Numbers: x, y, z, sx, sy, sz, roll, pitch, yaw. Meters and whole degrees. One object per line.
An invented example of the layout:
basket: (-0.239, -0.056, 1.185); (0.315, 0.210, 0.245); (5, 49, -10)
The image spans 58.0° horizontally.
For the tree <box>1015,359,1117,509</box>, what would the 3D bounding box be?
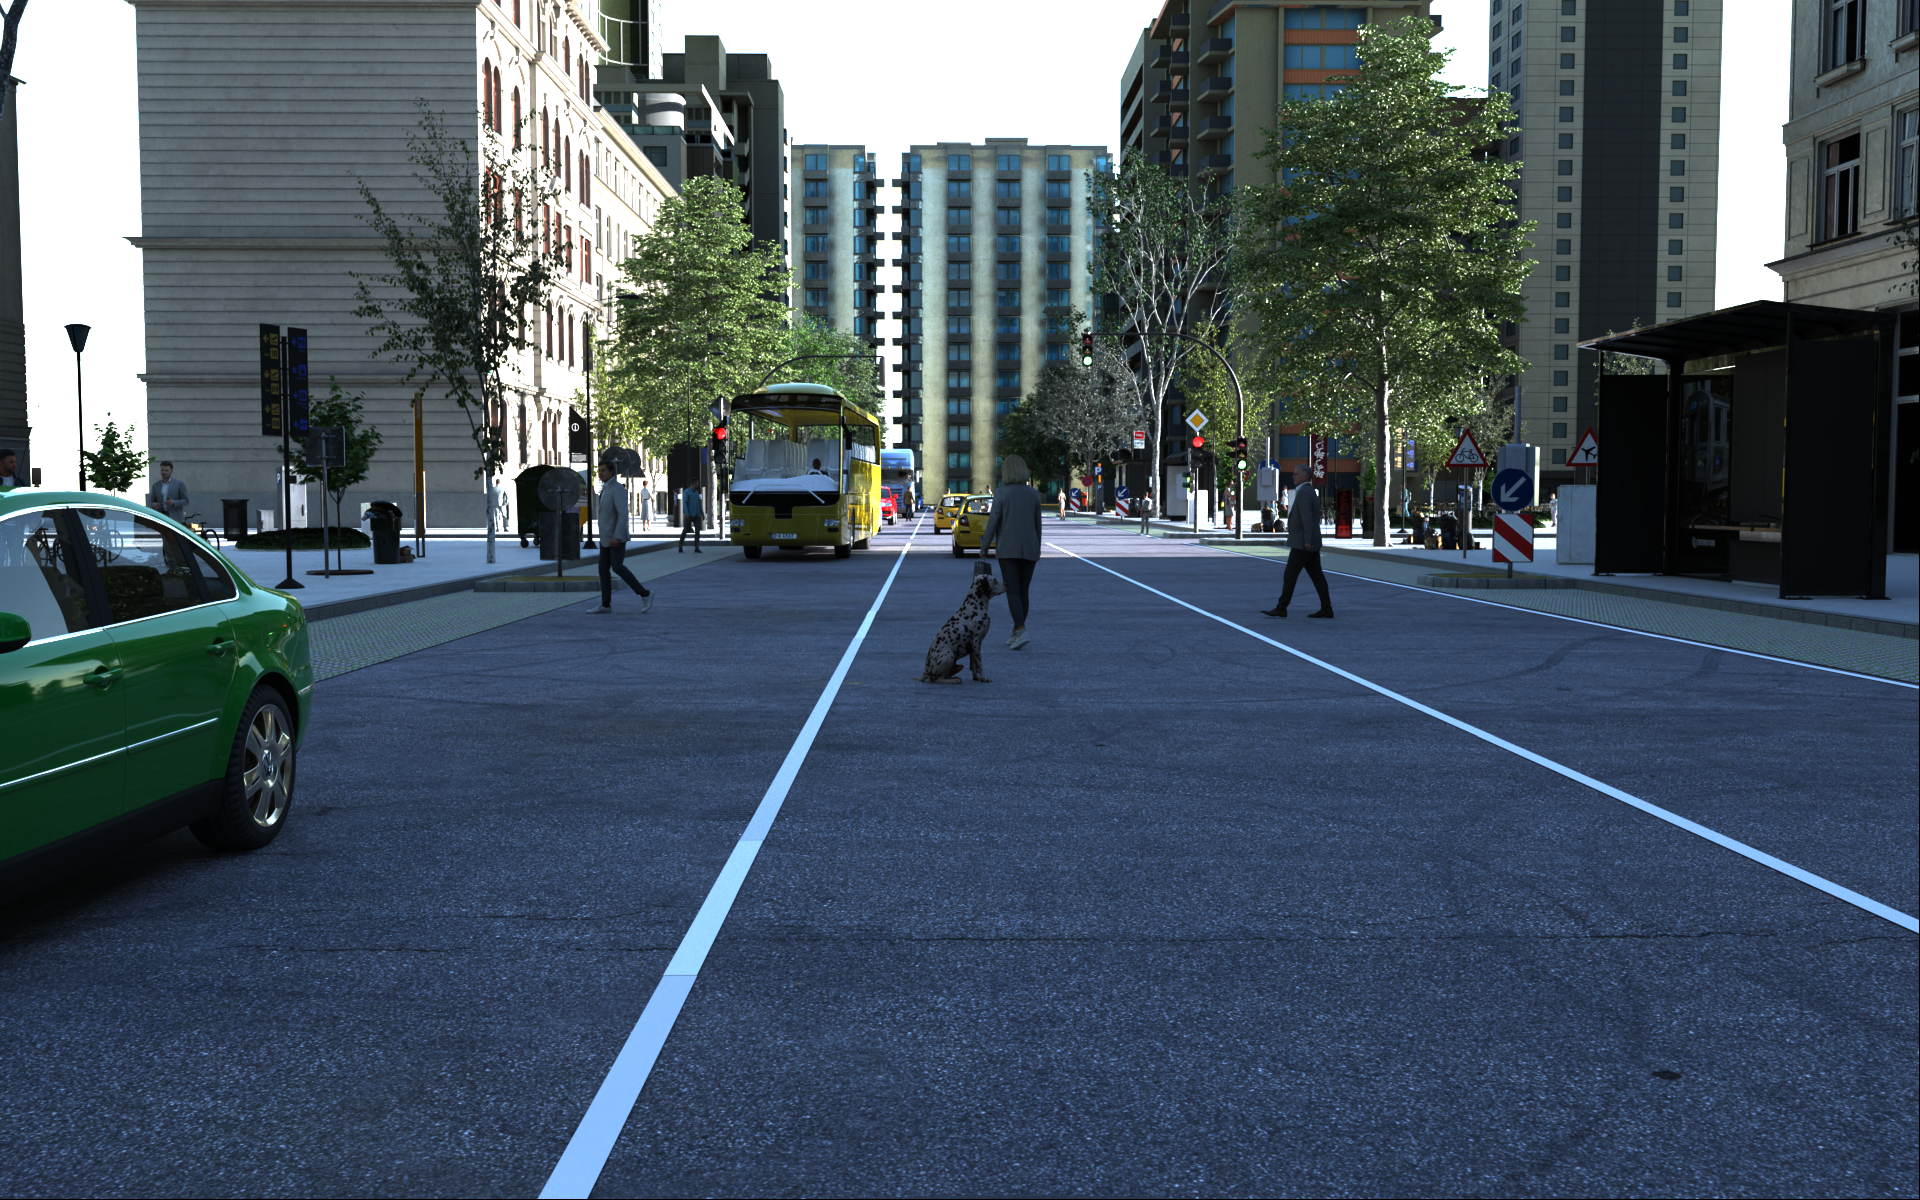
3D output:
tree: (8.943, -14.058, 146.858); (9.611, 12.733, 9.660); (0, 3, 0)

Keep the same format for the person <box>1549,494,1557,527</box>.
person: (23.293, -3.524, 67.935); (0.425, 1.301, 0.394); (3, 5, 39)

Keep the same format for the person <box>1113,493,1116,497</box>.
person: (16.536, -10.600, 182.536); (0.628, 1.438, 0.799); (1, 4, 20)

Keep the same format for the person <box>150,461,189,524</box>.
person: (-12.359, -1.268, 26.982); (0.606, 1.804, 0.583); (0, 4, -2)

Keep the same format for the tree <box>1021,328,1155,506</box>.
tree: (9.583, -13.358, 128.765); (12.009, 13.543, 11.850); (0, 3, 0)

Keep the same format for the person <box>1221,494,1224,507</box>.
person: (18.824, -6.939, 119.719); (1.509, 1.804, 0.699); (1, 4, 13)

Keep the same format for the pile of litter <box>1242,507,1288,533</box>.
pile of litter: (10.232, -2.688, 57.916); (1.719, 0.858, 1.176); (1, 4, 16)

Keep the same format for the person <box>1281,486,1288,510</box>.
person: (20.789, -6.383, 110.496); (0.616, 1.811, 0.778); (-2, 4, -25)

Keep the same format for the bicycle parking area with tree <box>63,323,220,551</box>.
bicycle parking area with tree: (-17.479, -2.569, 29.000); (8.231, 4.147, 9.016); (1, 4, 10)

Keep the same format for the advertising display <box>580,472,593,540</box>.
advertising display: (-10.708, -2.639, 48.367); (0.974, 1.923, 0.123); (1, 4, 22)

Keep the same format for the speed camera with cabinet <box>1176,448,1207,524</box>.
speed camera with cabinet: (10.040, -4.931, 74.964); (0.660, 3.252, 2.038); (2, 4, 32)

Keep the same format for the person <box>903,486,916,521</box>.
person: (-2.663, -5.049, 90.968); (0.656, 1.842, 0.836); (0, 4, -6)

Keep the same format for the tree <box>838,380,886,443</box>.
tree: (-10.902, -15.312, 168.480); (7.486, 12.596, 7.792); (0, 3, 0)

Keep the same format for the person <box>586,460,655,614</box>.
person: (-4.098, -0.763, 20.819); (0.795, 1.843, 0.661); (-2, 4, -28)

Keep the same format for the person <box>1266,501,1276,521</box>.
person: (14.876, -4.690, 83.077); (0.623, 1.781, 0.721); (2, 4, 26)

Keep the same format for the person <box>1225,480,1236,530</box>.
person: (9.592, -3.344, 61.072); (0.532, 1.782, 0.716); (1, 4, 16)

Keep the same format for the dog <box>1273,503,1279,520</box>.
dog: (15.739, -4.376, 85.919); (0.800, 0.831, 0.513); (-3, 5, -39)

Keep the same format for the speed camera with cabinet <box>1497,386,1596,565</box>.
speed camera with cabinet: (10.922, -2.283, 31.664); (2.038, 3.252, 0.660); (2, 4, 27)

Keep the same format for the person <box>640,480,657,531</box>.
person: (-10.690, -3.228, 59.393); (0.480, 1.755, 0.524); (1, 4, 19)

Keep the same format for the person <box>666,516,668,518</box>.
person: (-15.633, -5.386, 94.278); (0.721, 1.800, 0.419); (0, 4, 5)

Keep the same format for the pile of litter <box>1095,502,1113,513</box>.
pile of litter: (10.011, -6.503, 120.283); (1.176, 0.858, 1.719); (-1, 4, -9)

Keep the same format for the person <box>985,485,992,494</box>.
person: (1.155, -3.920, 72.700); (0.767, 1.812, 0.694); (1, 4, 9)

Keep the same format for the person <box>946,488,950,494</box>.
person: (-0.541, -4.354, 80.684); (0.512, 1.701, 0.522); (-1, 4, -20)

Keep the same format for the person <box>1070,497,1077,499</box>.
person: (11.722, -10.267, 174.627); (1.217, 1.735, 0.721); (-1, 4, -16)

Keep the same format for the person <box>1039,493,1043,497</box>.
person: (8.117, -10.713, 181.906); (1.217, 1.736, 0.721); (0, 4, 0)

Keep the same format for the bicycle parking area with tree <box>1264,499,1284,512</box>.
bicycle parking area with tree: (24.137, -7.876, 115.774); (9.016, 4.147, 8.231); (2, 4, 28)

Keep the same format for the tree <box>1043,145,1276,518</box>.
tree: (10.823, -14.479, 92.618); (12.611, 20.169, 13.585); (0, 3, 0)

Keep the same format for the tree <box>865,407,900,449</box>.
tree: (-12.243, -18.162, 207.321); (12.009, 13.543, 11.850); (0, 3, 0)

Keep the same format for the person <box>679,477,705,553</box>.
person: (-6.506, -2.056, 41.984); (0.638, 1.841, 0.748); (-3, 5, -41)

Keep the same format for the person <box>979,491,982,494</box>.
person: (2.442, -11.452, 196.258); (0.721, 1.766, 1.217); (1, 4, 20)

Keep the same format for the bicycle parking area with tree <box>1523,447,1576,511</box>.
bicycle parking area with tree: (37.087, -7.399, 107.983); (9.016, 4.147, 8.231); (0, 4, 3)

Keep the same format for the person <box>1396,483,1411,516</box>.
person: (20.325, -4.487, 79.386); (0.713, 1.824, 0.794); (1, 4, 20)

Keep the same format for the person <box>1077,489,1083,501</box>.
person: (11.374, -9.682, 164.444); (1.348, 1.812, 0.705); (0, 4, 6)

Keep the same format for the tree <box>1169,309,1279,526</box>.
tree: (10.555, -7.297, 69.675); (4.737, 8.622, 4.395); (0, 3, 0)

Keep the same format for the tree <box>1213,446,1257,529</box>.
tree: (9.768, -4.215, 63.519); (1.663, 3.219, 1.824); (0, 3, 0)

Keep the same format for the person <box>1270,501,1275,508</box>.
person: (16.697, -5.310, 92.967); (0.679, 1.850, 0.850); (1, 4, 13)

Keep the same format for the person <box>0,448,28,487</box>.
person: (-11.384, -0.902, 20.784); (0.794, 1.824, 0.713); (-2, 4, -31)

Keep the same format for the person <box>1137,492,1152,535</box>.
person: (6.525, -3.054, 61.036); (0.523, 1.515, 0.503); (2, 4, 25)

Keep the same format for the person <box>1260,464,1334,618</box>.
person: (3.909, -0.681, 20.035); (0.834, 1.777, 0.661); (1, 4, 11)

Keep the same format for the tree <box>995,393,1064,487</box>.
tree: (8.407, -16.866, 193.883); (7.486, 12.596, 7.792); (0, 3, 0)

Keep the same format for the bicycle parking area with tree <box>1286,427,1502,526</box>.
bicycle parking area with tree: (18.623, -5.316, 73.917); (8.231, 4.147, 9.016); (1, 4, 16)

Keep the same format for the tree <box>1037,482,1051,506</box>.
tree: (9.076, -11.745, 186.632); (1.663, 3.219, 1.824); (0, 3, 0)

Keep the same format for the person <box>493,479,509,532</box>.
person: (-15.660, -3.227, 58.906); (0.635, 1.810, 0.391); (-1, 4, -20)

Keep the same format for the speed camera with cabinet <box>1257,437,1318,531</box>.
speed camera with cabinet: (11.392, -4.028, 60.199); (2.038, 3.252, 0.660); (1, 4, 16)

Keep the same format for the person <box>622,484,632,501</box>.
person: (-17.370, -5.104, 89.473); (0.713, 1.824, 0.794); (2, 4, 33)

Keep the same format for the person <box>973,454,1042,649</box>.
person: (0.455, -0.455, 16.120); (0.709, 1.800, 0.728); (-1, 4, -19)

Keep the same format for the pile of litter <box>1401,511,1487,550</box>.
pile of litter: (11.323, -1.609, 40.275); (1.719, 0.858, 1.176); (2, 4, 28)

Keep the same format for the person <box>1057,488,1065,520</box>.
person: (5.525, -5.242, 94.554); (0.599, 1.781, 0.374); (-3, 5, -40)

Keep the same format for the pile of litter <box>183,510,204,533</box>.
pile of litter: (-25.554, -2.649, 57.271); (1.176, 0.858, 1.719); (0, 4, 6)

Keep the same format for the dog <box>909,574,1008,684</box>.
dog: (-0.095, 0.216, 13.297); (0.800, 0.831, 0.513); (2, 4, 29)
